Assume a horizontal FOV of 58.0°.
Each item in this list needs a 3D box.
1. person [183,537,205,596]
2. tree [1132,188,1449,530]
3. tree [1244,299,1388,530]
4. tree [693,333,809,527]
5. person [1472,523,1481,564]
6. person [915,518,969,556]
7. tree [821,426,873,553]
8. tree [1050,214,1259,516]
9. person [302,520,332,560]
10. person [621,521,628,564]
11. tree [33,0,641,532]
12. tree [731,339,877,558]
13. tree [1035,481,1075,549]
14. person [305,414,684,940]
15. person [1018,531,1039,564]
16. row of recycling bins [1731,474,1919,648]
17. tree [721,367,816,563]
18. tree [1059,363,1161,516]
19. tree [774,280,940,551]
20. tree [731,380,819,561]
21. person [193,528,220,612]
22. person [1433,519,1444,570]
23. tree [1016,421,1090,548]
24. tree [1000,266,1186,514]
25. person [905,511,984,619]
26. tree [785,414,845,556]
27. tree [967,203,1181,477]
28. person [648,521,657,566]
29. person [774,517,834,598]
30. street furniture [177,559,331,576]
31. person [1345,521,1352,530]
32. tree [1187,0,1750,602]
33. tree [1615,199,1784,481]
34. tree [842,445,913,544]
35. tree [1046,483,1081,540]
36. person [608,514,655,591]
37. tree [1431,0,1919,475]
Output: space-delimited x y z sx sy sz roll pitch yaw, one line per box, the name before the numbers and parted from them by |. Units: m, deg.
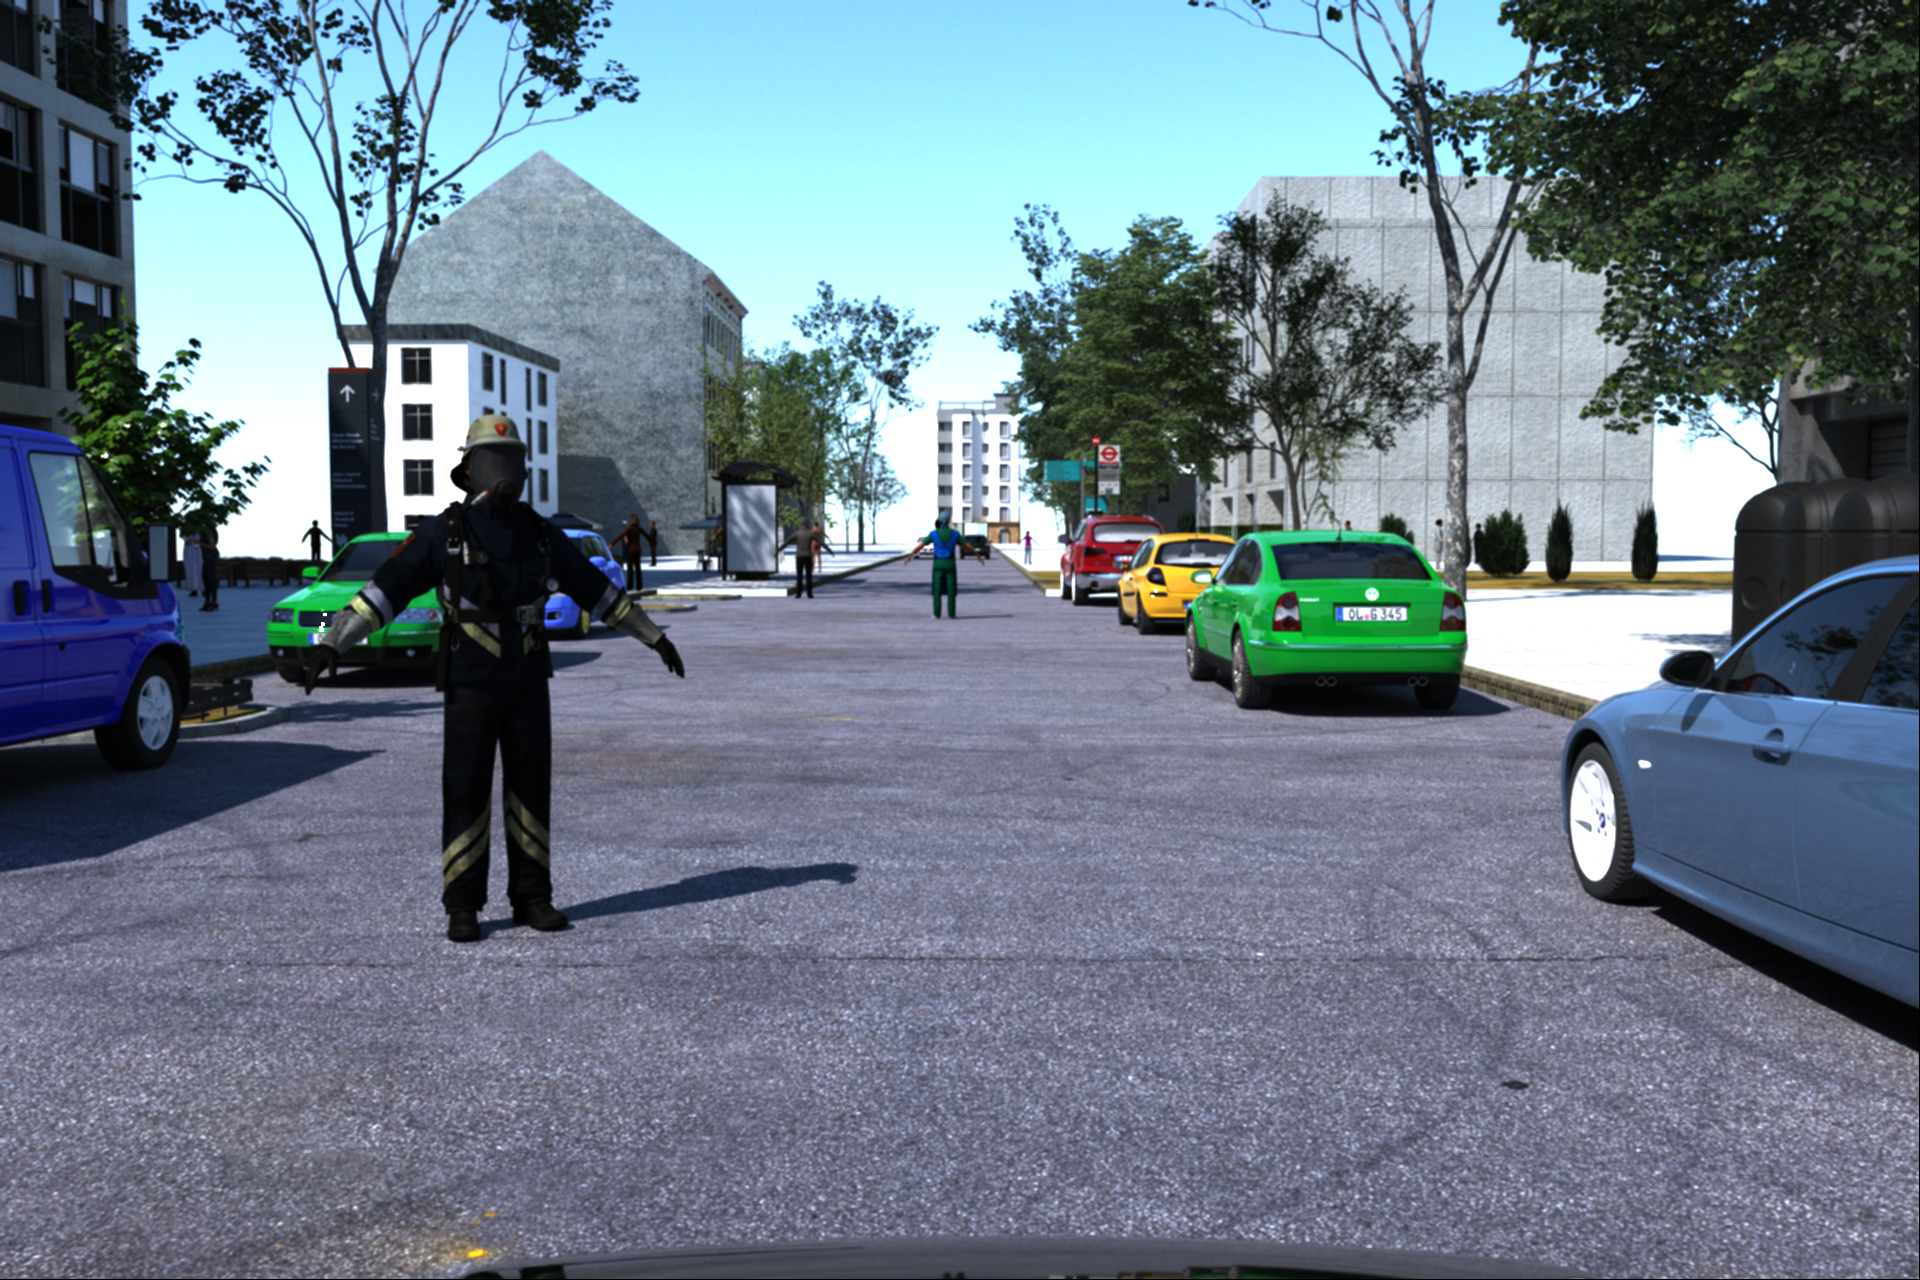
person | -15.765 -1.769 35.642 0.551 1.740 0.621 -2 4 -32
tree | 9.027 -6.836 46.183 8.767 10.594 7.601 0 4 -4
tree | 10.501 -6.311 53.543 4.360 8.622 3.978 0 3 0
tree | -7.894 -6.923 63.560 4.737 8.622 4.395 0 3 0
person | 22.152 -4.139 74.397 0.721 1.740 1.216 2 4 31
person | -0.464 -2.118 43.231 1.345 1.843 0.704 1 4 8
tree | -7.634 -10.258 118.076 4.360 8.622 3.978 0 3 0
tree | 6.884 -8.771 61.540 7.486 12.596 7.792 0 3 0
person | -23.921 -3.559 64.370 1.347 1.806 0.705 1 4 15
person | -14.533 -4.243 75.228 0.705 1.847 1.347 -1 4 -11
tree | -12.577 -11.081 37.059 12.611 20.169 13.585 0 3 0
tree | -8.260 -10.151 91.718 9.928 11.665 9.643 0 3 0
tree | 8.307 -11.931 145.432 4.360 8.622 3.978 0 3 0
person | -1.656 0.124 6.213 1.354 1.856 0.705 -2 4 -32
person | 2.913 -3.937 73.636 0.991 1.433 0.599 2 4 25
row of recycling bins | 6.571 -0.322 12.376 1.069 1.692 3.534 0 4 0
tree | -8.076 -7.666 75.707 4.737 8.622 4.395 0 3 0
tree | 6.808 -7.421 71.702 4.360 8.622 3.978 0 3 0
tree | -7.952 -16.722 129.298 12.611 20.169 13.585 0 3 0
tree | -8.522 -8.043 81.867 4.737 8.622 4.395 0 3 0
person | -12.542 -1.300 28.762 0.593 1.643 0.415 2 4 27
person | 17.162 -3.411 61.951 0.705 1.806 1.347 1 4 13
tree | 7.644 -11.852 128.199 7.601 10.594 8.767 0 4 1
tree | 6.698 -10.833 83.771 9.857 13.997 8.962 0 3 0
person | -0.262 -1.263 29.235 1.347 1.817 0.704 0 4 -2
tree | -8.518 -9.214 101.010 4.737 8.622 4.395 0 3 0
tree | 5.821 -15.015 101.386 12.611 20.169 13.585 0 3 0
person | -12.269 -3.844 69.066 0.704 1.802 1.346 0 4 -4
person | -3.478 -1.840 38.667 1.348 1.813 0.705 0 4 -4
street furniture | -21.802 -2.375 54.459 10.072 0.657 5.734 -1 4 -8
person | 14.709 -3.643 65.841 0.705 1.796 1.348 3 4 36
tree | 9.668 -10.700 30.837 12.611 20.169 13.585 0 3 0
tree | 25.368 -8.715 52.867 12.009 13.543 11.850 0 3 0
tree | -11.584 -19.586 230.602 12.009 13.543 11.850 0 3 0
tree | 7.553 -10.180 116.806 4.360 8.622 3.978 0 3 0
person | -7.396 -1.973 39.059 1.215 1.729 0.721 -3 5 -42
tree | 8.975 -6.666 15.650 9.857 13.997 8.962 0 3 0
